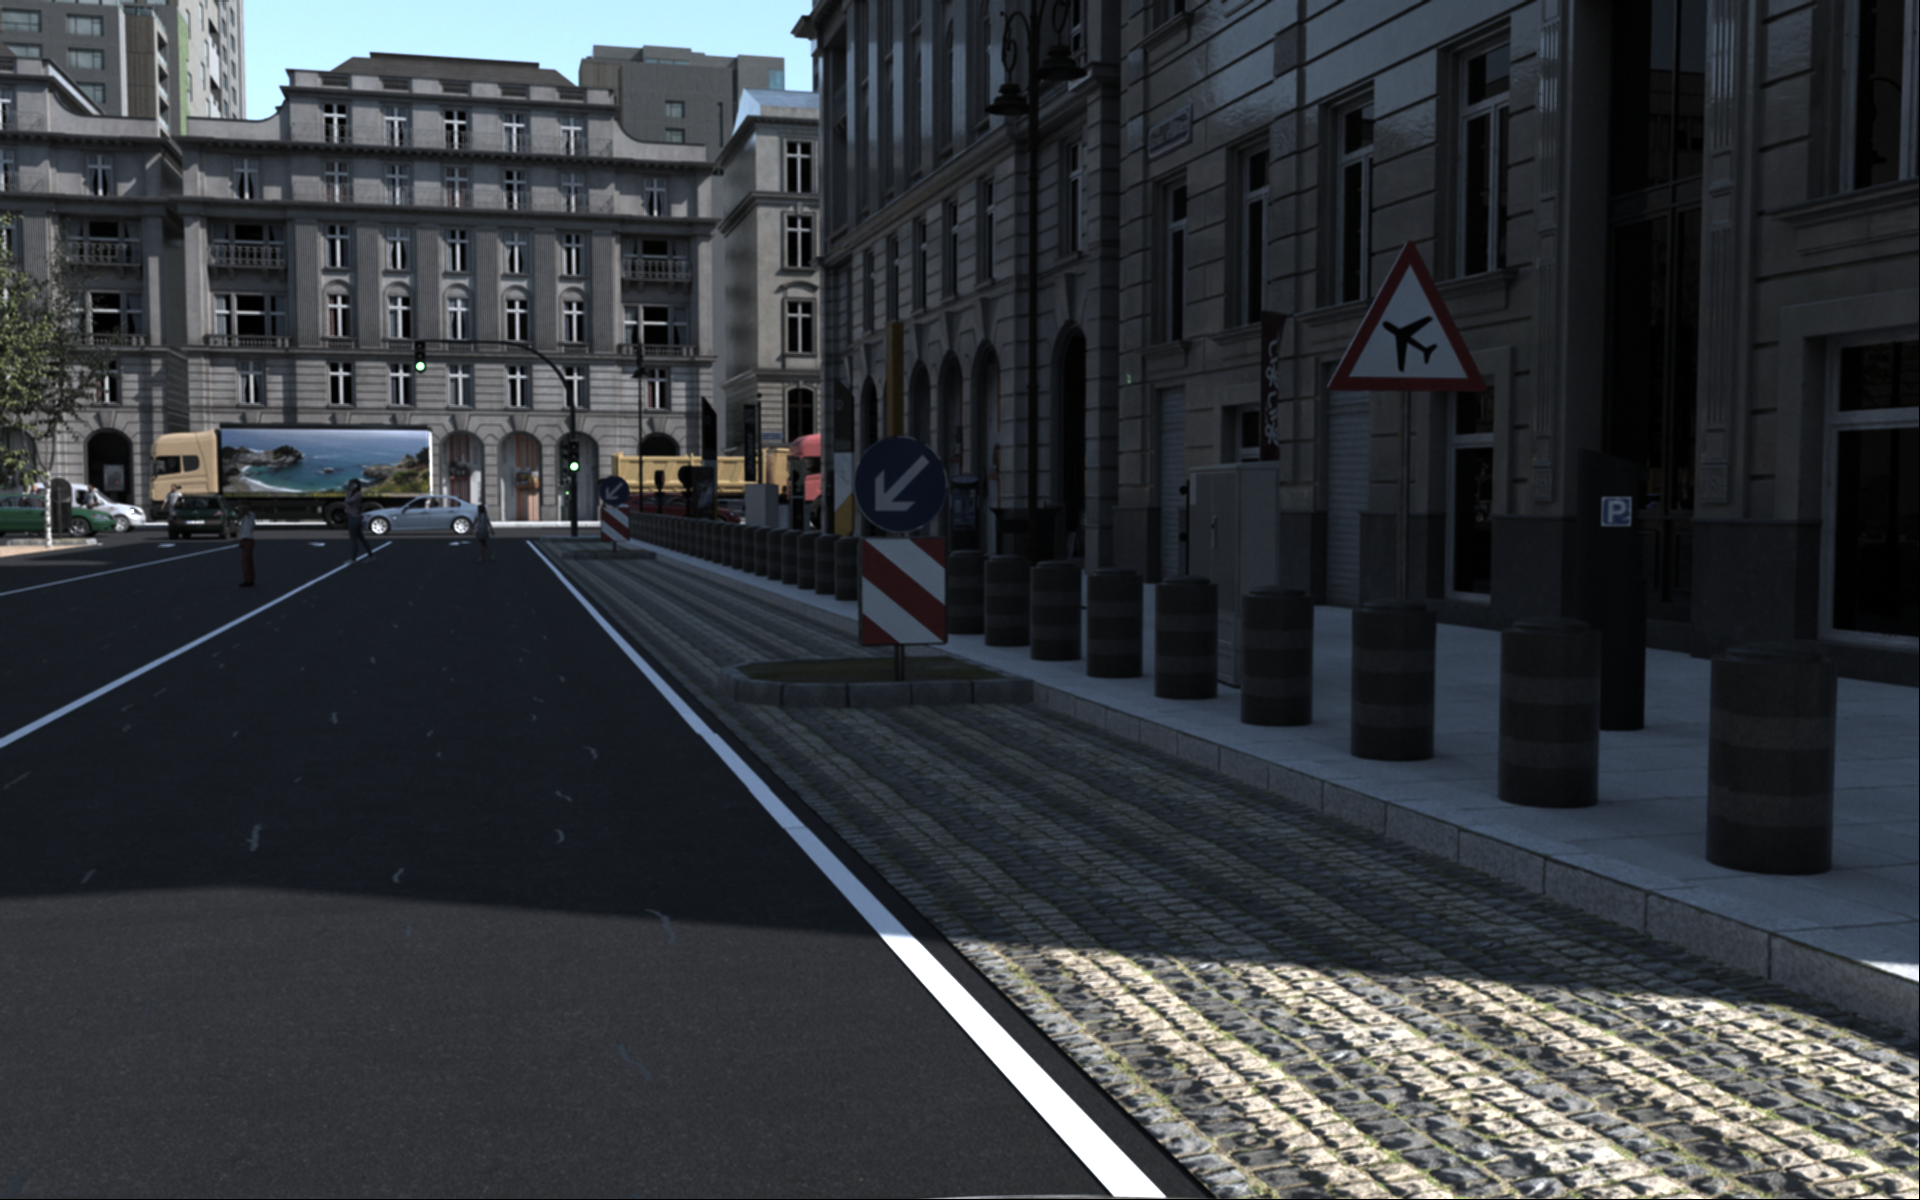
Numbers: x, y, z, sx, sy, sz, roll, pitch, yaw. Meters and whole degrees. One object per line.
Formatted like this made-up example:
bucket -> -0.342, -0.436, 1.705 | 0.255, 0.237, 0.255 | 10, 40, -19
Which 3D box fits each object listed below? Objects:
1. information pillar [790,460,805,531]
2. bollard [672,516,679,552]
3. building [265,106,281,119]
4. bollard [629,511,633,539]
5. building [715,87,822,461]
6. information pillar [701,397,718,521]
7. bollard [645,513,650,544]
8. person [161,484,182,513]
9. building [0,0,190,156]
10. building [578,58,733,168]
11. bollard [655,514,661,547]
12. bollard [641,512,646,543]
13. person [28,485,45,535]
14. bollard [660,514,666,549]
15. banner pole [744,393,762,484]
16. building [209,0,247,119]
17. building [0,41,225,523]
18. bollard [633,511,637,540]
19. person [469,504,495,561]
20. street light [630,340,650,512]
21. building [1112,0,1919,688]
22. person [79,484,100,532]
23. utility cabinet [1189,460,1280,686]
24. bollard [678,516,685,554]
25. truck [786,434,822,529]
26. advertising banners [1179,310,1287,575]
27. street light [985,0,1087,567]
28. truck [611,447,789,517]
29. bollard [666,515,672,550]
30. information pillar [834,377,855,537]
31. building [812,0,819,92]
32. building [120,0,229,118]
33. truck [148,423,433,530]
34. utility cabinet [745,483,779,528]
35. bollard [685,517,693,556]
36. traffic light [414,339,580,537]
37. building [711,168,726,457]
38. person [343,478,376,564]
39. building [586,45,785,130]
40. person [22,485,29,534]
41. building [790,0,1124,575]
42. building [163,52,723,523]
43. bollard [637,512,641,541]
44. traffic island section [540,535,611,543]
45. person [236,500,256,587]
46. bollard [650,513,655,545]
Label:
information pillar -> -3.499, -2.006, 37.290 | 0.304, 2.012, 0.304 | -1, 4, -11
bollard -> -6.114, -1.450, 38.431 | 0.404, 0.777, 0.398 | 0, 3, 0
building -> -80.488, -39.984, 242.968 | 27.495, 52.752, 28.713 | -1, 4, -15
bollard -> -9.204, -2.137, 49.655 | 0.404, 0.777, 0.398 | 0, 3, 0
building -> 4.995, -16.812, 93.956 | 34.723, 24.649, 14.460 | -1, 4, -15
information pillar -> -6.062, -3.089, 41.864 | 0.183, 3.616, 0.504 | 2, 4, 32
bollard -> -7.821, -1.831, 44.646 | 0.404, 0.777, 0.398 | 0, 3, 0
person -> -29.964, -3.500, 65.878 | 0.875, 1.805, 0.789 | 0, 4, 2
building -> -70.159, -27.856, 139.033 | 14.154, 41.232, 14.086 | -1, 4, -15
building -> -29.639, -29.622, 167.917 | 14.154, 41.232, 14.086 | -1, 4, -15
bollard -> -7.143, -1.678, 42.159 | 0.404, 0.777, 0.398 | 0, 3, 0
bollard -> -8.174, -1.908, 45.914 | 0.404, 0.777, 0.398 | 0, 3, 0
person -> -31.991, -3.117, 60.015 | 0.434, 1.755, 0.990 | 1, 4, 20
bollard -> -6.801, -1.602, 40.916 | 0.404, 0.777, 0.398 | 0, 3, 0
banner pole -> -5.077, -3.224, 42.724 | 0.401, 3.779, 0.863 | 2, 4, 30
building -> -86.412, -45.420, 180.876 | 20.611, 71.187, 20.563 | -1, 4, -15
building -> -47.860, -14.515, 79.126 | 24.055, 21.916, 13.314 | -1, 4, -15
bollard -> -8.857, -2.060, 48.400 | 0.404, 0.777, 0.398 | 0, 3, 0
person -> -10.237, -1.441, 37.078 | 0.382, 1.210, 0.505 | 3, 5, 45
street light -> -9.606, -4.849, 52.064 | 0.468, 5.910, 1.993 | -1, 4, -15
building -> 10.953, -13.323, 15.097 | 12.463, 27.353, 25.104 | -1, 4, -15
person -> -31.060, -3.248, 61.753 | 0.875, 1.805, 0.789 | 2, 4, 26
utility cabinet -> 1.861, -0.200, 11.943 | 0.318, 1.500, 1.173 | 0, 4, -8
bollard -> -5.773, -1.374, 37.188 | 0.404, 0.777, 0.398 | 0, 3, 0
truck -> -2.053, -5.005, 70.751 | 11.283, 4.237, 2.839 | -1, 4, -15
advertising banners -> 2.575, -1.218, 16.108 | 0.090, 3.025, 2.074 | 3, 4, 36
street light -> 0.648, -2.603, 15.353 | 0.468, 5.910, 1.993 | -1, 4, -15
truck -> -9.597, -4.704, 72.827 | 9.791, 3.379, 3.469 | -1, 4, -14
bollard -> -6.459, -1.526, 39.673 | 0.404, 0.777, 0.398 | 0, 3, 0
information pillar -> -2.319, -2.641, 34.538 | 0.504, 3.616, 0.183 | 3, 4, 38
building -> -6.789, -46.760, 202.783 | 20.611, 71.187, 20.563 | -1, 4, -15
building -> -82.623, -34.712, 156.786 | 28.713, 52.752, 27.495 | -1, 4, -15
truck -> -27.156, -4.946, 69.782 | 11.283, 4.237, 2.839 | -1, 4, -14
utility cabinet -> -4.187, -1.714, 36.707 | 0.318, 1.500, 1.173 | -2, 4, -28
bollard -> -5.430, -1.298, 35.946 | 0.404, 0.777, 0.398 | 0, 3, 0
traffic light -> -13.644, -4.693, 51.398 | 4.771, 5.953, 1.251 | -1, 4, -15
building -> -25.682, -23.427, 154.739 | 14.160, 30.474, 14.107 | -1, 4, -15
person -> -12.363, -1.622, 35.612 | 0.643, 1.750, 0.593 | -1, 4, -19
building -> -31.123, -34.916, 190.477 | 23.786, 49.044, 30.456 | -1, 4, -15
person -> -33.611, -3.268, 62.496 | 0.524, 1.755, 0.480 | 1, 4, 13
building -> 4.760, -12.062, 39.008 | 13.314, 21.916, 24.055 | -1, 4, -15
building -> -24.467, -14.860, 84.769 | 24.055, 21.916, 13.314 | -1, 4, -15
bollard -> -8.516, -1.984, 47.157 | 0.404, 0.777, 0.398 | 0, 3, 0
traffic island section -> -11.608, -1.831, 52.214 | 2.009, 0.180, 2.903 | -1, 4, -15
person -> -11.112, -0.887, 26.918 | 0.340, 1.345, 0.435 | -3, 5, -40
bollard -> -7.485, -1.754, 43.402 | 0.404, 0.777, 0.398 | 0, 3, 0
